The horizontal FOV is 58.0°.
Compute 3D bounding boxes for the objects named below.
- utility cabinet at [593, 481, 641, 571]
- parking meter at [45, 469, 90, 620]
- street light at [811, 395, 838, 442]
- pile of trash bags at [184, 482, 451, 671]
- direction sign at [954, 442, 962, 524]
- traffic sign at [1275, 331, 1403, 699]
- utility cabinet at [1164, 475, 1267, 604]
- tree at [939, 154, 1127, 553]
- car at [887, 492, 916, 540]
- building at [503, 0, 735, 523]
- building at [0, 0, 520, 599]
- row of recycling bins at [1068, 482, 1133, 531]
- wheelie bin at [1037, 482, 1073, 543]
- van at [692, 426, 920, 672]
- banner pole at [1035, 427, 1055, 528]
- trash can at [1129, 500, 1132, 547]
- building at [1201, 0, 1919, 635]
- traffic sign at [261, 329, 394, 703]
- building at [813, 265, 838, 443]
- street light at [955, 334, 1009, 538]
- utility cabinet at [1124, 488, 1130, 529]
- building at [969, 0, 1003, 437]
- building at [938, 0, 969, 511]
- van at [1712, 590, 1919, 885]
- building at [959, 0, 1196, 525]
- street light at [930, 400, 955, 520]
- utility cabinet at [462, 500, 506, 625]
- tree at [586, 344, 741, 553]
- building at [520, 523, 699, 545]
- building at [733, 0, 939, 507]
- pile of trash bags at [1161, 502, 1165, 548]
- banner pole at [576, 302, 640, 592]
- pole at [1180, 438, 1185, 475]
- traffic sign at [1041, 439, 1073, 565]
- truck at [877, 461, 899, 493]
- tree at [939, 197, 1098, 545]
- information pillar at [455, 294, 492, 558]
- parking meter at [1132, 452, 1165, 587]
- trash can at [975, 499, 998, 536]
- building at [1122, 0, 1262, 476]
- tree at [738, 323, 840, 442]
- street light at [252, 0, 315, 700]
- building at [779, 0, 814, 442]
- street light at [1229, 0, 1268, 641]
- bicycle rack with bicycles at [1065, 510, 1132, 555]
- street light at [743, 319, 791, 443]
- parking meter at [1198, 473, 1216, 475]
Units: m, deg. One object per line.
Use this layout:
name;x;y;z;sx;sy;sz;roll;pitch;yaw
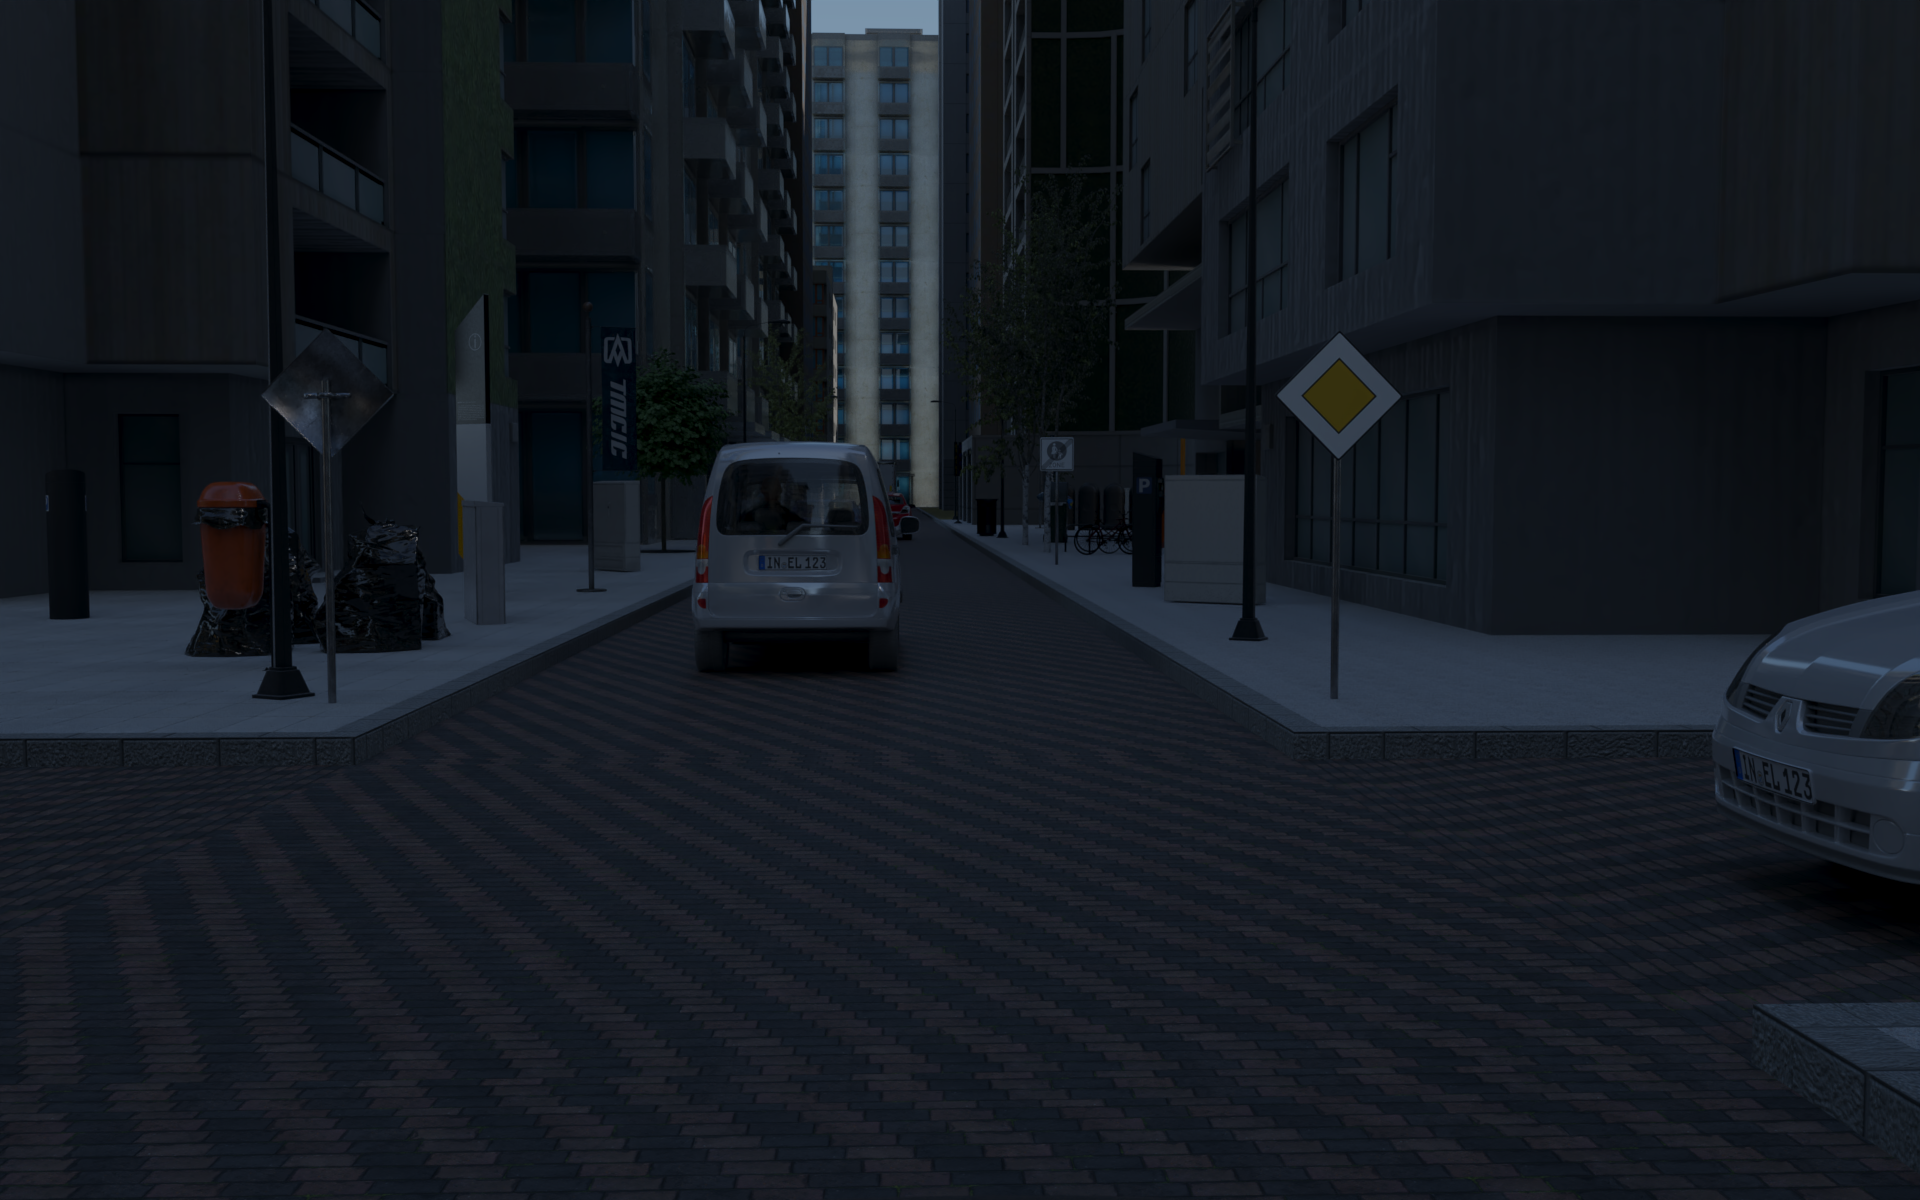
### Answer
utility cabinet;-5.772;-1.233;28.845;0.318;1.500;1.173;-3;5;-41
parking meter;-9.180;-0.575;17.813;0.372;1.533;0.369;0;3;0
street light;-6.447;-6.668;81.561;1.470;5.913;1.316;0;4;-2
pile of trash bags;-5.341;-0.260;14.005;1.912;1.369;3.447;0;4;-4
direction sign;-0.086;-5.094;75.282;0.379;3.537;0.876;1;4;22
traffic sign;2.341;-0.437;10.785;0.795;2.450;0.064;0;4;-2
utility cabinet;2.990;-0.709;20.271;1.173;1.500;0.318;2;4;34
tree;1.834;-5.363;38.047;4.360;8.622;3.978;0;3;0
car;-2.473;-2.845;55.563;2.155;1.783;4.494;0;4;-4
building;-21.015;-29.357;99.592;23.786;49.044;30.456;0;4;-2
building;-15.115;-20.856;24.599;14.154;41.232;14.086;0;4;-2
row of recycling bins;5.051;-3.318;61.357;3.534;1.692;1.069;0;4;7
wheelie bin;2.514;-2.317;45.798;0.980;1.594;0.693;1;4;9
van;-1.356;-0.510;15.349;2.013;2.044;4.112;0;4;-2
banner pole;3.231;-4.573;64.792;0.863;3.779;0.401;0;4;-7
trash can;4.295;-1.749;40.248;0.748;1.137;0.748;0;3;0
building;10.675;-20.444;17.855;14.086;41.232;14.154;0;4;-2
traffic sign;-3.849;-0.424;10.567;0.795;2.450;0.064;0;4;-2
building;-25.279;-18.481;147.204;28.899;21.520;27.650;0;4;-2
street light;0.698;-4.765;50.445;1.470;5.913;1.316;0;4;-2
utility cabinet;6.100;-3.349;63.441;0.318;1.500;1.173;-2;4;-23
building;7.702;-27.302;96.502;14.600;45.320;14.200;0;4;-2
building;8.663;-36.964;146.356;21.231;58.520;28.212;0;4;-2
van;4.812;0.064;5.970;4.112;2.044;2.013;0;4;-2
building;10.518;-38.922;74.622;20.563;71.187;20.611;0;4;-2
street light;-0.766;-6.929;85.831;1.470;5.913;1.316;0;4;-2
utility cabinet;-4.790;-0.384;17.443;0.306;1.237;1.020;-1;4;-23
tree;-6.457;-3.330;38.152;4.285;4.588;4.351;0;3;0
building;-17.881;-26.598;54.490;23.786;49.044;30.456;0;4;-2
building;-6.943;-34.346;181.171;30.456;49.044;23.786;0;4;-2
pile of trash bags;4.239;-1.080;27.418;3.447;1.369;1.912;-2;4;-35
banner pole;-4.642;-2.005;22.796;0.863;3.779;0.401;-2;4;-23
pole;7.760;-4.070;60.385;0.158;3.312;0.155;0;3;0
traffic sign;1.750;-1.786;31.326;0.606;2.300;0.079;0;4;7
truck;-6.965;-10.131;154.549;2.839;4.237;11.283;0;4;-1
tree;1.597;-5.700;43.560;4.737;8.622;4.395;0;3;0
information pillar;-5.739;-1.782;20.485;0.504;3.616;0.183;2;4;28
parking meter;2.597;-1.112;23.898;0.399;1.863;0.255;2;4;27
trash can;0.816;-2.520;52.859;0.748;1.137;0.748;0;3;0
building;19.224;-27.784;43.502;28.713;52.752;27.495;0;4;-2
tree;-7.520;-7.658;75.572;4.737;8.622;4.395;0;3;0
street light;-3.734;-2.339;10.781;1.470;5.913;1.316;0;4;-2
building;-17.694;-28.896;122.562;14.600;45.320;14.200;0;4;-2
street light;1.998;-2.600;15.052;1.470;5.913;1.316;0;4;-2
bicycle rack with bicycles;3.579;-1.481;37.590;2.925;0.926;2.852;-1;4;-12
street light;-5.196;-4.503;46.167;1.470;5.913;1.316;0;4;-2
parking meter;3.039;-0.803;21.543;0.372;1.533;0.369;0;3;0
